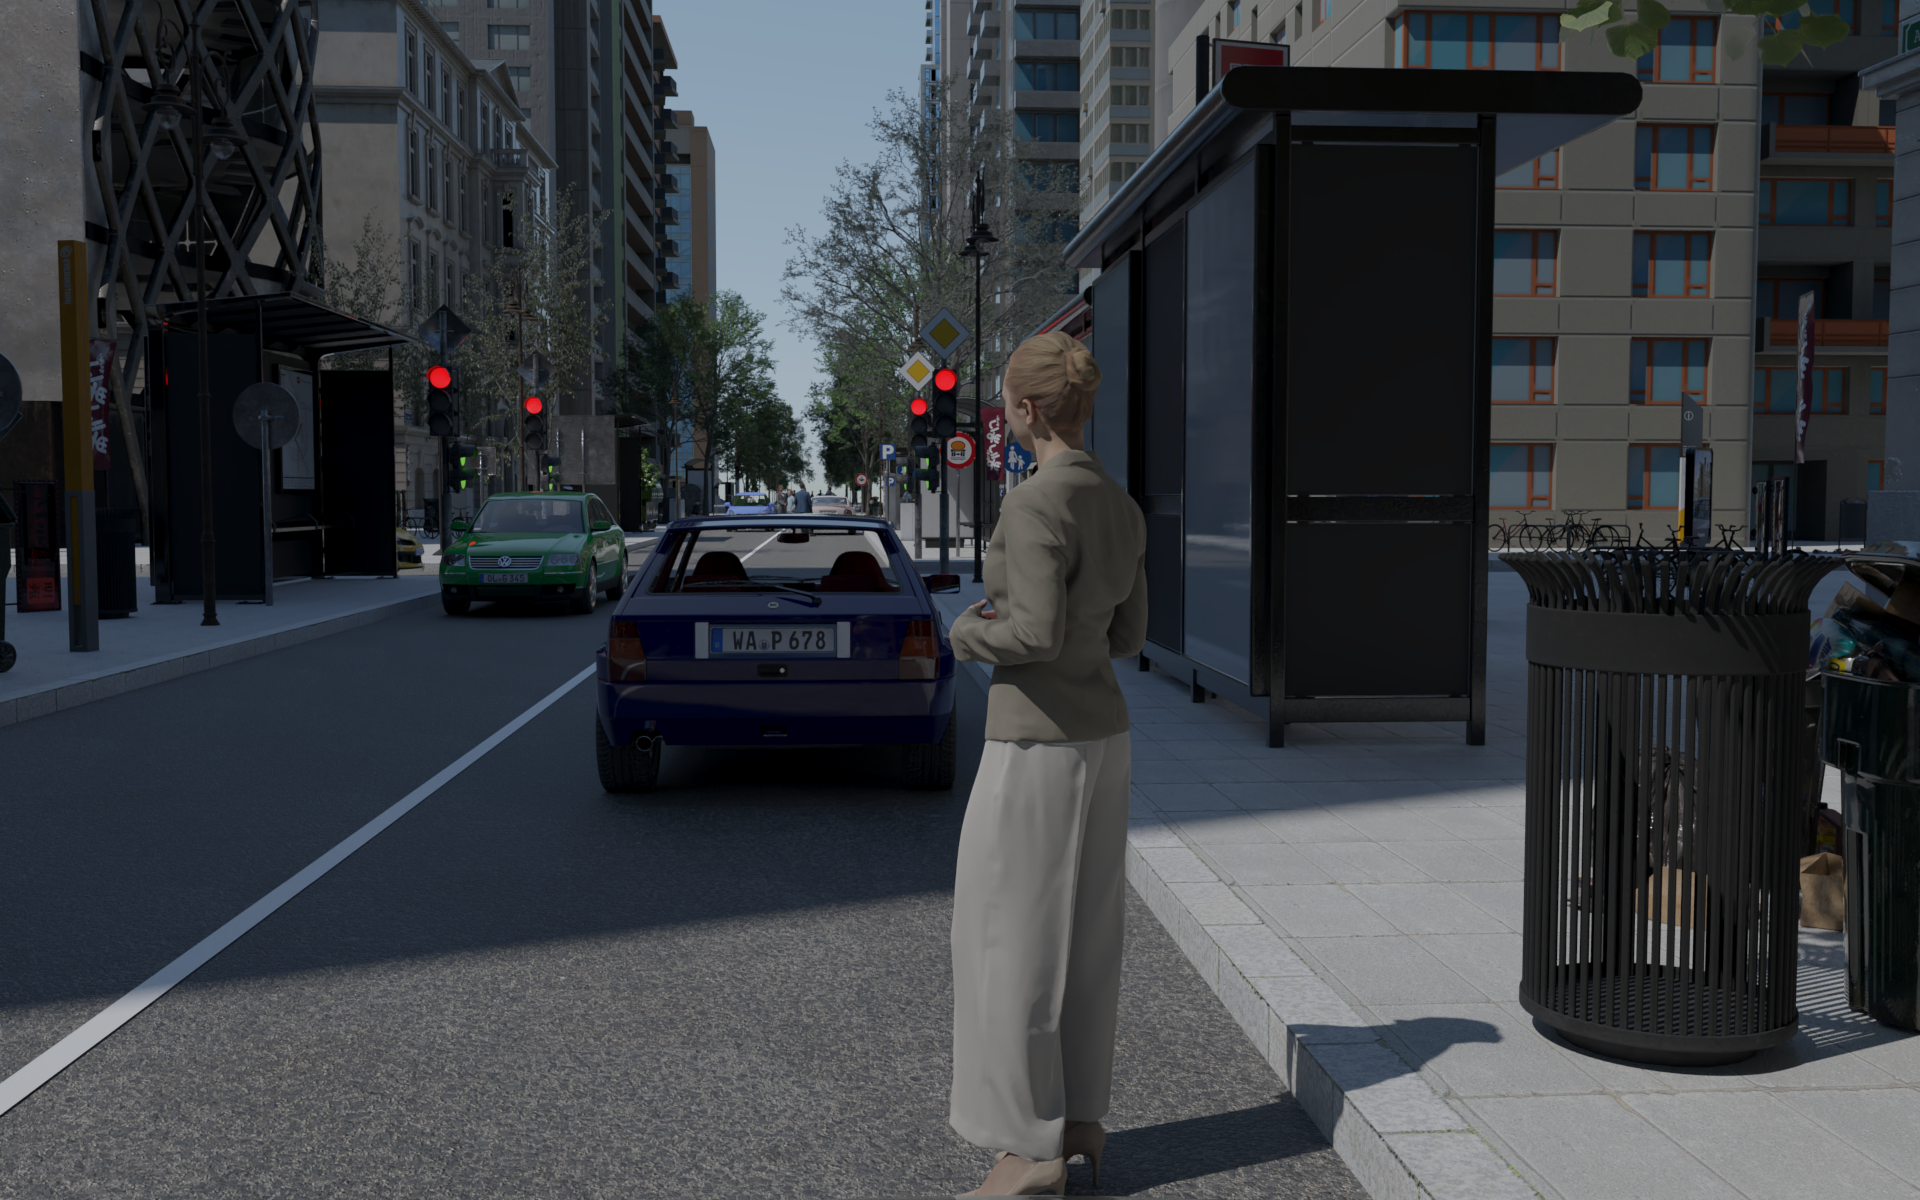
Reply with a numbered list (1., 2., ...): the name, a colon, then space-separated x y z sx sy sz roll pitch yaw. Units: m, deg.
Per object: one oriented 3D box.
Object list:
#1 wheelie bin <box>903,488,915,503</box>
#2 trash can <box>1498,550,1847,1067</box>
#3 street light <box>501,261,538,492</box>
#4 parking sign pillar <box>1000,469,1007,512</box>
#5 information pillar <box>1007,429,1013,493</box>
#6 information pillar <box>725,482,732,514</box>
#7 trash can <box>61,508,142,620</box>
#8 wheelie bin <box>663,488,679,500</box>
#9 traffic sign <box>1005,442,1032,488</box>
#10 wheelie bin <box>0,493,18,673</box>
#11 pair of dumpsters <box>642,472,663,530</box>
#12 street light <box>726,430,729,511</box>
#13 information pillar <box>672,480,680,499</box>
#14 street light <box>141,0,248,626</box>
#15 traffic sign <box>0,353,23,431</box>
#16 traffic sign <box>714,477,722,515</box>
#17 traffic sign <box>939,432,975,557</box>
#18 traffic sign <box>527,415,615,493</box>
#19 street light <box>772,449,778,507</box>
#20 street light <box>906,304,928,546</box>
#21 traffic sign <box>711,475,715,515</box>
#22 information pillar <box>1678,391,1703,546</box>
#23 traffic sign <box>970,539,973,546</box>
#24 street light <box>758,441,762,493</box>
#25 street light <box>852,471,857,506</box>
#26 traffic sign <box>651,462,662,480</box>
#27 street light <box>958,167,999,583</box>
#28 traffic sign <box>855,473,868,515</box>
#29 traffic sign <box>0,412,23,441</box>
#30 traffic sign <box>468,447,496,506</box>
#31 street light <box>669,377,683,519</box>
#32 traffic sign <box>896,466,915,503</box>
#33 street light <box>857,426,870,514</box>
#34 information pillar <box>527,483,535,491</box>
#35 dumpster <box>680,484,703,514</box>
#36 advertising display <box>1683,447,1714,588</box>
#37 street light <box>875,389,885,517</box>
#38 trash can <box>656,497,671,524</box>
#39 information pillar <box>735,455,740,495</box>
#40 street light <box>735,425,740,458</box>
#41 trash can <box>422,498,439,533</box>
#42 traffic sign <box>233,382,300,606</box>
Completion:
1. wheelie bin: -1.718 -3.514 65.356 0.980 1.594 0.693 -2 4 -33
2. trash can: 1.642 0.464 4.063 0.748 1.137 0.748 0 3 0
3. street light: -8.754 -3.779 34.577 0.468 5.910 1.993 0 4 -4
4. parking sign pillar: 2.294 -6.146 88.958 1.447 3.967 1.447 3 5 41
5. information pillar: 1.739 -4.201 60.041 0.183 3.616 0.504 1 4 21
6. information pillar: -13.867 -6.066 103.672 0.304 2.012 0.304 -3 5 -39
7. trash can: -8.842 -0.381 17.881 0.748 1.137 0.748 0 3 0
8. wheelie bin: -14.530 -4.818 86.678 0.980 1.594 0.693 0 4 1
9. traffic sign: 1.377 -2.599 42.592 0.768 2.556 0.104 0 4 0
10. wheelie bin: -7.194 -0.270 12.321 0.980 1.594 0.693 2 4 25
11. pair of dumpsters: -11.638 -3.655 62.257 1.574 2.255 4.437 0 4 -4
12. street light: -13.612 -7.858 101.265 0.468 5.910 1.993 0 4 -4
13. information pillar: -15.022 -5.327 91.580 0.304 2.012 0.304 1 4 21
14. street light: -7.330 -2.689 16.753 0.468 5.910 1.993 0 4 -4
15. traffic sign: -8.484 -0.911 15.002 0.768 2.556 0.104 0 4 5
16. traffic sign: -15.143 -6.511 107.642 0.795 2.450 0.064 0 4 -3
17. traffic sign: -0.039 -2.157 35.369 0.768 2.556 0.104 0 4 0
18. traffic sign: -10.065 -3.116 44.811 2.265 3.308 0.079 0 4 -1
19. street light: -19.201 -12.518 177.458 0.468 5.910 1.993 0 4 -4
20. street light: -1.058 -4.257 42.389 0.468 5.910 1.993 0 4 -4
21. traffic sign: -15.556 -6.629 108.482 0.768 2.556 0.104 0 4 -3
22. information pillar: 16.624 -2.941 39.435 0.504 3.616 0.183 0 4 -2
23. traffic sign: 0.286 -2.590 42.358 0.884 2.594 0.081 0 4 -1
24. street light: -16.639 -10.449 143.621 0.468 5.910 1.993 0 4 -4
25. street light: -8.955 -10.875 150.588 0.468 5.910 1.993 0 4 -4
26. traffic sign: -12.368 -4.249 69.572 0.768 2.556 0.104 0 4 1
27. street light: 0.259 -3.188 24.915 0.468 5.910 1.993 0 4 -4
28. traffic sign: -6.063 -6.531 106.880 0.768 2.556 0.104 0 4 2
29. traffic sign: -9.479 -0.957 16.832 0.795 2.450 0.064 0 4 4
30. traffic sign: -10.393 -2.172 37.646 0.606 2.300 0.079 0 4 1
31. street light: -11.177 -5.840 68.266 0.468 5.910 1.993 0 4 -4
32. traffic sign: -1.948 -3.882 63.571 0.768 2.556 0.104 0 4 2
33. street light: -6.552 -8.860 117.655 0.468 5.910 1.993 0 4 -4
34. information pillar: -18.460 -4.298 74.760 0.304 2.012 0.304 1 4 12
35. dumpster: -15.044 -5.583 97.032 1.264 1.857 1.865 0 4 -4
36. advertising display: 10.234 -1.150 24.014 0.123 1.923 0.974 3 4 37
37. street light: -3.481 -6.301 75.808 0.468 5.910 1.993 0 4 -4
38. trash can: -12.640 -3.785 73.546 0.748 1.137 0.748 0 3 0
39. information pillar: -13.232 -6.825 102.951 0.183 3.616 0.504 -2 4 -32
40. street light: -14.225 -8.402 110.161 0.468 5.910 1.993 0 4 -4
41. trash can: -17.547 -2.820 57.754 0.748 1.137 0.748 0 3 0
42. traffic sign: -7.928 -1.205 19.808 0.768 2.556 0.104 0 4 1
